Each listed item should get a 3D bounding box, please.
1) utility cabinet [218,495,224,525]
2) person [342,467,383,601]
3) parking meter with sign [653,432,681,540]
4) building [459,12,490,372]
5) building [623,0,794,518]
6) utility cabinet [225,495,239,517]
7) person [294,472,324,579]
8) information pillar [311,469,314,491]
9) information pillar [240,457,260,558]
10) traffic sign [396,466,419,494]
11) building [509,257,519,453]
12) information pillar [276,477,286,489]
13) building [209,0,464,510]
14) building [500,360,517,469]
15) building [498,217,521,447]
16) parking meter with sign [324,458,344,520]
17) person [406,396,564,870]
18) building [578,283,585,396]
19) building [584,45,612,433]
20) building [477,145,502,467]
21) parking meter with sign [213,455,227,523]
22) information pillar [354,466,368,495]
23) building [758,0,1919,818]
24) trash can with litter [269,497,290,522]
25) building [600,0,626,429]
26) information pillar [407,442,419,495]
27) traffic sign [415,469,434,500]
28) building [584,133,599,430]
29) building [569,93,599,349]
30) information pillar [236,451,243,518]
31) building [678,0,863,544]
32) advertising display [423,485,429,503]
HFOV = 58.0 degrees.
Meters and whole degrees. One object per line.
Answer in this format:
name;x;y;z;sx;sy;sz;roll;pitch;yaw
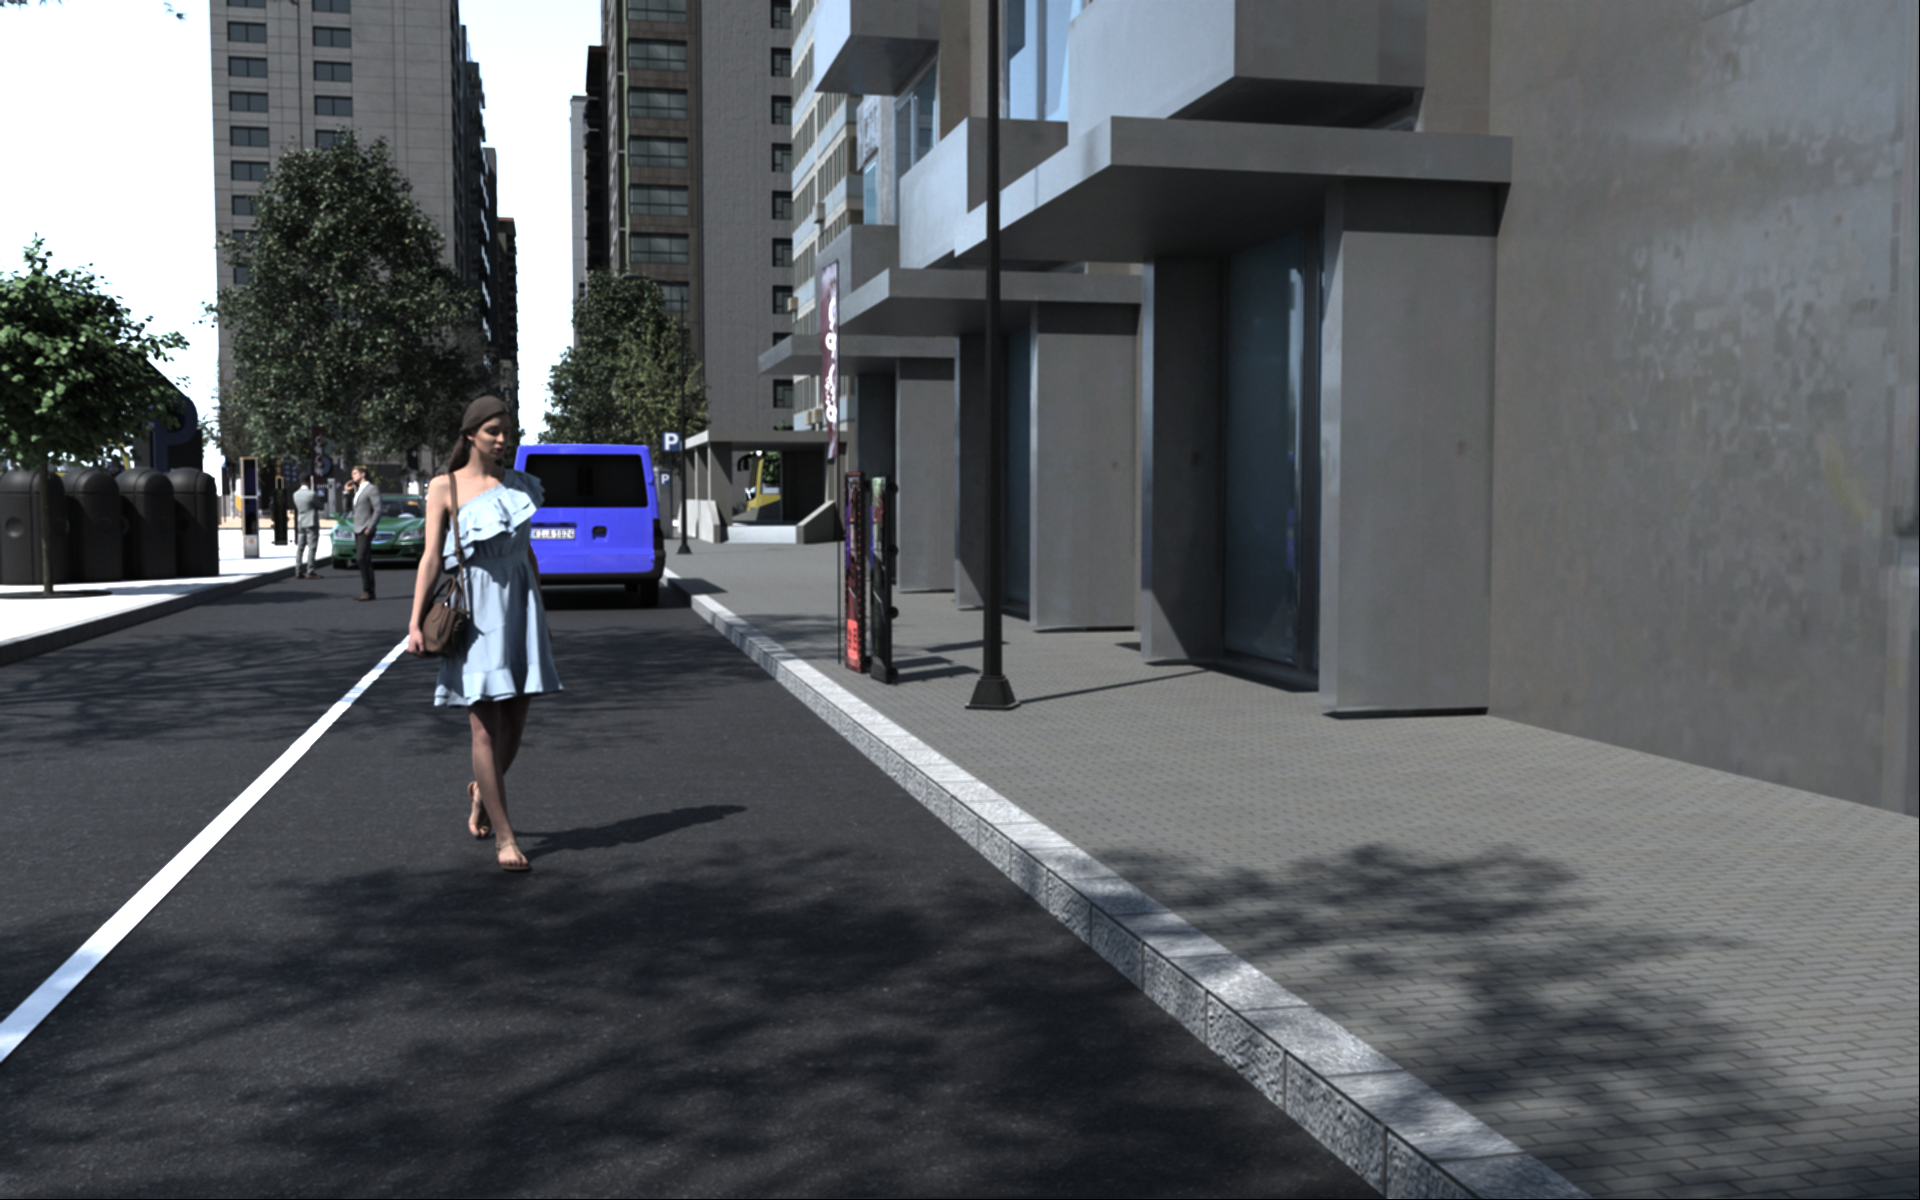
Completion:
utility cabinet;-31.107;-3.702;71.686;0.306;1.237;1.020;2;4;35
person;-8.079;-0.902;23.430;0.473;1.802;0.592;-2;4;-28
parking meter with sign;-8.484;-3.250;49.398;0.543;3.016;1.738;-2;4;-27
building;-59.019;-33.883;173.600;23.786;49.044;30.456;-1;4;-13
building;-12.162;-20.059;99.662;14.160;30.474;14.107;-1;4;-13
utility cabinet;-41.164;-5.284;97.548;1.020;1.237;0.306;-2;4;-26
person;-11.047;-1.270;29.442;0.511;1.800;0.466;1;4;11
information pillar;-29.679;-5.385;79.392;0.183;3.616;0.504;-1;4;-16
information pillar;-14.288;-1.856;34.845;0.304;2.012;0.304;-2;4;-28
traffic sign;-19.532;-3.523;61.238;0.795;2.450;0.064;-1;4;-13
building;-79.995;-36.769;284.763;14.154;41.232;14.086;-1;4;-13
information pillar;-29.605;-4.346;75.554;0.304;2.012;0.304;0;4;1
building;-51.309;-43.434;148.393;20.563;71.187;20.611;-1;4;-13
building;-74.621;-23.822;234.520;27.650;21.520;28.899;-1;4;-13
building;-78.425;-37.210;263.013;22.147;44.769;28.867;-1;4;-13
parking meter with sign;-30.705;-5.437;85.157;1.738;3.016;0.543;3;5;42
person;-1.888;0.110;6.803;0.616;1.811;0.778;-2;4;-32
building;-45.101;-28.510;237.838;14.160;30.474;14.107;-1;4;-13
building;-25.508;-31.582;170.995;22.147;44.769;28.867;-1;4;-13
building;-59.788;-31.394;196.886;14.154;41.232;14.086;-1;4;-13
parking meter with sign;-33.553;-4.941;77.053;0.543;3.016;1.738;3;5;43
information pillar;-15.912;-2.544;46.086;0.304;2.012;0.304;-1;4;-9
building;10.497;-24.407;18.669;23.786;49.044;30.456;-1;4;-13
trash can with litter;-31.590;-4.228;80.521;1.055;1.170;0.624;2;4;28
building;-31.786;-46.267;194.710;20.563;71.187;20.611;-1;4;-13
information pillar;-24.328;-5.245;77.106;0.504;3.616;0.183;0;4;-6
traffic sign;-21.338;-3.998;69.017;0.795;2.450;0.064;-1;4;-13
building;-38.592;-34.352;211.758;14.600;45.320;14.200;-1;4;-13
building;-47.083;-43.805;258.204;21.231;58.520;28.212;-1;4;-13
information pillar;-39.145;-6.292;94.231;0.504;3.616;0.183;1;4;9
building;7.691;-22.171;54.380;32.217;40.220;23.993;-1;4;-13
advertising display;-27.945;-5.289;91.690;0.974;1.923;0.123;1;4;10
